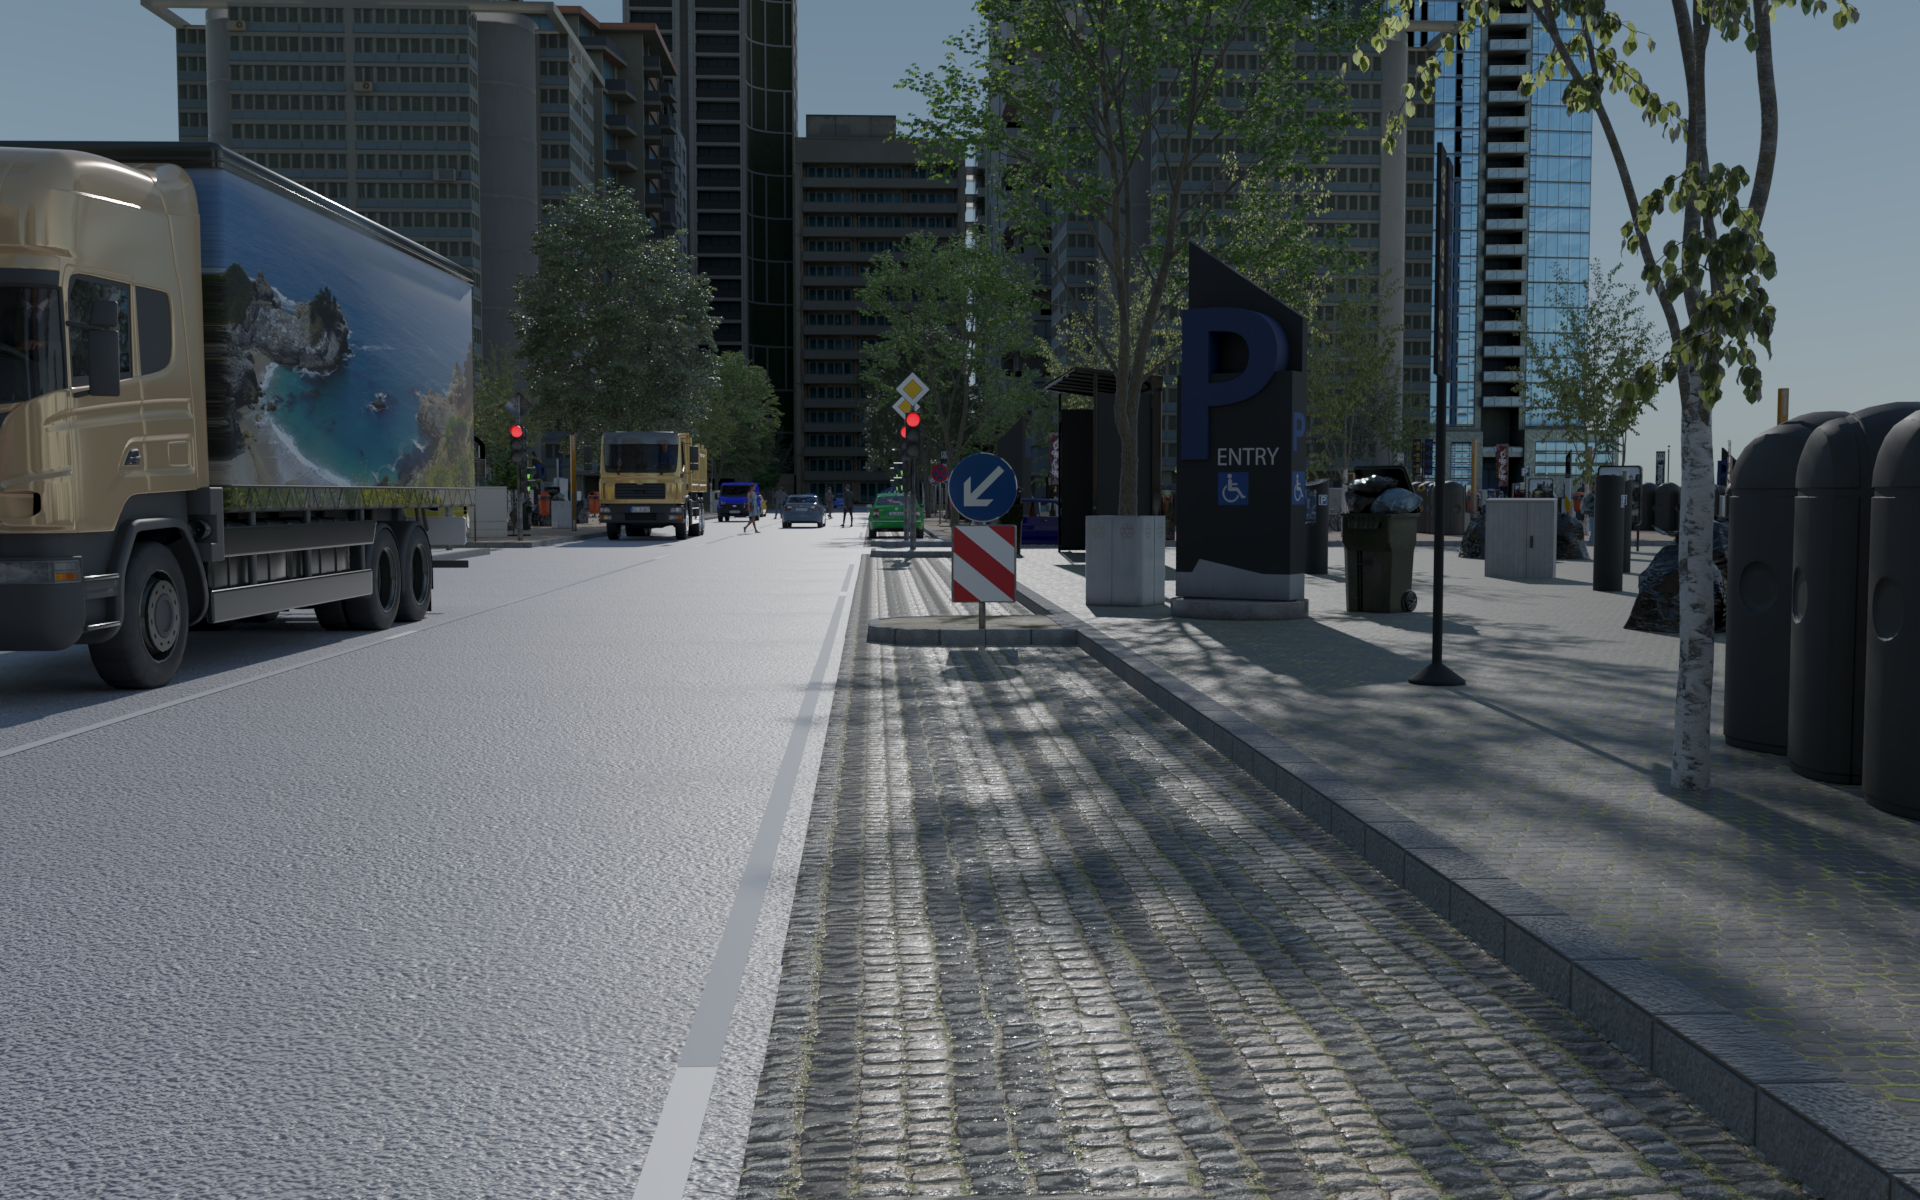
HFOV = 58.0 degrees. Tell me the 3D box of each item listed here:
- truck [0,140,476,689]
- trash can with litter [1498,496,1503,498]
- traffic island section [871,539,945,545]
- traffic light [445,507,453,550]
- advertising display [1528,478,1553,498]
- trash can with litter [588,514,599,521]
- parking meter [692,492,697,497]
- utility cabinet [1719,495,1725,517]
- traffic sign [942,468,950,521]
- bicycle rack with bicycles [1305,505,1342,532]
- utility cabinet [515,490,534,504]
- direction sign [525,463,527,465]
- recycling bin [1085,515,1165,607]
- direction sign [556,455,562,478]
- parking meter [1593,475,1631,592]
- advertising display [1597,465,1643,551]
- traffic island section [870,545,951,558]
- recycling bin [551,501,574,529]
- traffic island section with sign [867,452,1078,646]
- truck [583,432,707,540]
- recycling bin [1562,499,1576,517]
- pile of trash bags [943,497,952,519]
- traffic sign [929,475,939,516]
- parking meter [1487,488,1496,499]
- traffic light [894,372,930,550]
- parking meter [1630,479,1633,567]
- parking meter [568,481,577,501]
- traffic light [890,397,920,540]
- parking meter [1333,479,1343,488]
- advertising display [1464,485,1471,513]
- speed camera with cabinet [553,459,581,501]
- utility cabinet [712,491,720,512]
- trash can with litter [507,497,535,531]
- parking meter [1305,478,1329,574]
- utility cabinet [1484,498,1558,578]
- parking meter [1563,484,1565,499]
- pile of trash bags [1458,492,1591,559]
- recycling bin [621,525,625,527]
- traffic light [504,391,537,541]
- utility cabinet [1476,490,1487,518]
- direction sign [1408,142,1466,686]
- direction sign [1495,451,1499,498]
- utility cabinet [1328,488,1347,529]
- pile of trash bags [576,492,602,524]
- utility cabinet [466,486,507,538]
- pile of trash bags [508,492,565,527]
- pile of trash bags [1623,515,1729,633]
[{"bbox_3d":[-7.138,-1.661,16.073,2.839,4.237,11.283,0,4,-1],"label":"truck"},{"bbox_3d":[26.112,-4.403,83.044,2.233,1.210,1.678,2,4,33],"label":"trash can with litter"},{"bbox_3d":[-1.466,-1.578,48.088,2.009,0.180,2.903,0,4,-3],"label":"traffic island section"},{"bbox_3d":[-11.654,-3.091,39.456,0.839,4.253,0.868,0,4,-3],"label":"traffic light"},{"bbox_3d":[23.742,-4.014,70.842,0.974,1.923,0.123,1,4,8],"label":"advertising display"},{"bbox_3d":[-16.800,-4.407,83.109,1.678,1.210,2.233,-1,4,-10],"label":"trash can with litter"},{"bbox_3d":[-16.275,-5.970,106.025,0.372,1.533,0.369,0,3,0],"label":"parking meter"},{"bbox_3d":[33.773,-4.056,77.479,0.306,1.237,1.020,-2,4,-34],"label":"utility cabinet"},{"bbox_3d":[-0.664,-5.122,83.848,0.768,2.556,0.104,0,4,2],"label":"traffic sign"},{"bbox_3d":[12.092,-2.738,58.152,2.925,0.926,2.852,-1,4,-13],"label":"bicycle rack with bicycles"},{"bbox_3d":[-23.035,-5.075,91.648,1.173,1.500,0.318,3,4,38],"label":"utility cabinet"},{"bbox_3d":[-23.562,-6.172,92.903,0.876,3.537,0.379,2,4,24],"label":"direction sign"},{"bbox_3d":[1.920,-0.460,20.081,0.722,1.027,0.722,2,4,30],"label":"recycling bin"},{"bbox_3d":[-23.505,-6.704,101.605,0.379,3.537,0.876,-3,4,-36],"label":"direction sign"},{"bbox_3d":[8.590,-0.888,22.931,0.372,1.533,0.369,0,3,0],"label":"parking meter"},{"bbox_3d":[14.822,-2.063,38.942,0.974,1.923,0.123,3,5,40],"label":"advertising display"},{"bbox_3d":[-1.067,-1.091,40.113,2.009,0.180,2.903,0,4,-3],"label":"traffic island section"},{"bbox_3d":[-14.558,-3.125,63.645,0.722,1.027,0.722,-2,4,-31],"label":"recycling bin"},{"bbox_3d":[0.075,-0.526,17.222,1.989,1.847,2.006,0,4,-3],"label":"traffic island section with sign"},{"bbox_3d":[-9.907,-3.691,56.279,3.469,3.379,9.791,0,4,-3],"label":"truck"},{"bbox_3d":[32.143,-4.822,91.391,0.722,1.027,0.722,3,5,44],"label":"recycling bin"},{"bbox_3d":[-0.007,-4.834,88.781,1.912,1.369,3.447,1,4,12],"label":"pile of trash bags"},{"bbox_3d":[-1.433,-6.195,101.391,0.768,2.556,0.104,0,4,5],"label":"traffic sign"},{"bbox_3d":[23.888,-4.248,77.862,0.372,1.533,0.369,0,3,0],"label":"parking meter"},{"bbox_3d":[-1.107,-3.124,39.997,0.839,4.253,0.868,0,4,-3],"label":"traffic light"},{"bbox_3d":[10.798,-1.220,28.363,0.372,1.533,0.369,0,3,0],"label":"parking meter"},{"bbox_3d":[-17.385,-4.402,77.687,0.399,1.863,0.255,0,4,-7],"label":"parking meter"},{"bbox_3d":[-1.506,-3.612,47.972,0.839,4.253,0.868,0,4,-3],"label":"traffic light"},{"bbox_3d":[15.126,-3.891,69.328,0.255,1.863,0.399,-2,4,-34],"label":"parking meter"},{"bbox_3d":[34.784,-6.936,118.624,0.123,1.923,0.974,3,4,38],"label":"advertising display"},{"bbox_3d":[-22.072,-6.301,97.362,0.660,3.252,2.038,-3,5,-44],"label":"speed camera with cabinet"},{"bbox_3d":[-16.780,-6.818,120.151,0.318,1.500,1.173,3,4,37],"label":"utility cabinet"},{"bbox_3d":[-15.543,-3.030,60.934,1.055,1.170,0.624,-3,4,-37],"label":"trash can with litter"},{"bbox_3d":[5.717,-1.183,27.758,0.372,1.533,0.369,0,3,0],"label":"parking meter"},{"bbox_3d":[8.638,-0.950,26.689,1.020,1.237,0.306,2,4,29],"label":"utility cabinet"},{"bbox_3d":[42.204,-7.022,120.527,0.255,1.863,0.399,3,4,36],"label":"parking meter"},{"bbox_3d":[11.869,-1.526,34.700,3.447,1.369,1.912,-1,4,-18],"label":"pile of trash bags"},{"bbox_3d":[-13.476,-3.401,68.167,0.722,1.027,0.722,1,4,9],"label":"recycling bin"},{"bbox_3d":[-12.053,-3.579,47.431,0.839,4.253,0.868,0,4,-3],"label":"traffic light"},{"bbox_3d":[26.570,-4.870,88.309,0.318,1.500,1.173,0,4,-1],"label":"utility cabinet"},{"bbox_3d":[3.233,-1.201,11.640,0.379,3.537,0.876,1,4,21],"label":"direction sign"},{"bbox_3d":[28.493,-6.098,91.701,0.379,3.537,0.876,0,4,-3],"label":"direction sign"},{"bbox_3d":[13.486,-3.291,62.493,1.173,1.500,0.318,2,4,30],"label":"utility cabinet"},{"bbox_3d":[-16.730,-3.994,75.057,3.447,1.369,1.912,3,4,38],"label":"pile of trash bags"},{"bbox_3d":[-13.870,-2.570,50.694,1.173,1.500,0.318,-3,5,-42],"label":"utility cabinet"},{"bbox_3d":[-16.809,-3.611,68.795,1.912,1.369,3.447,-2,4,-26],"label":"pile of trash bags"},{"bbox_3d":[8.103,-0.429,16.767,3.447,1.369,1.912,-3,4,-37],"label":"pile of trash bags"}]
